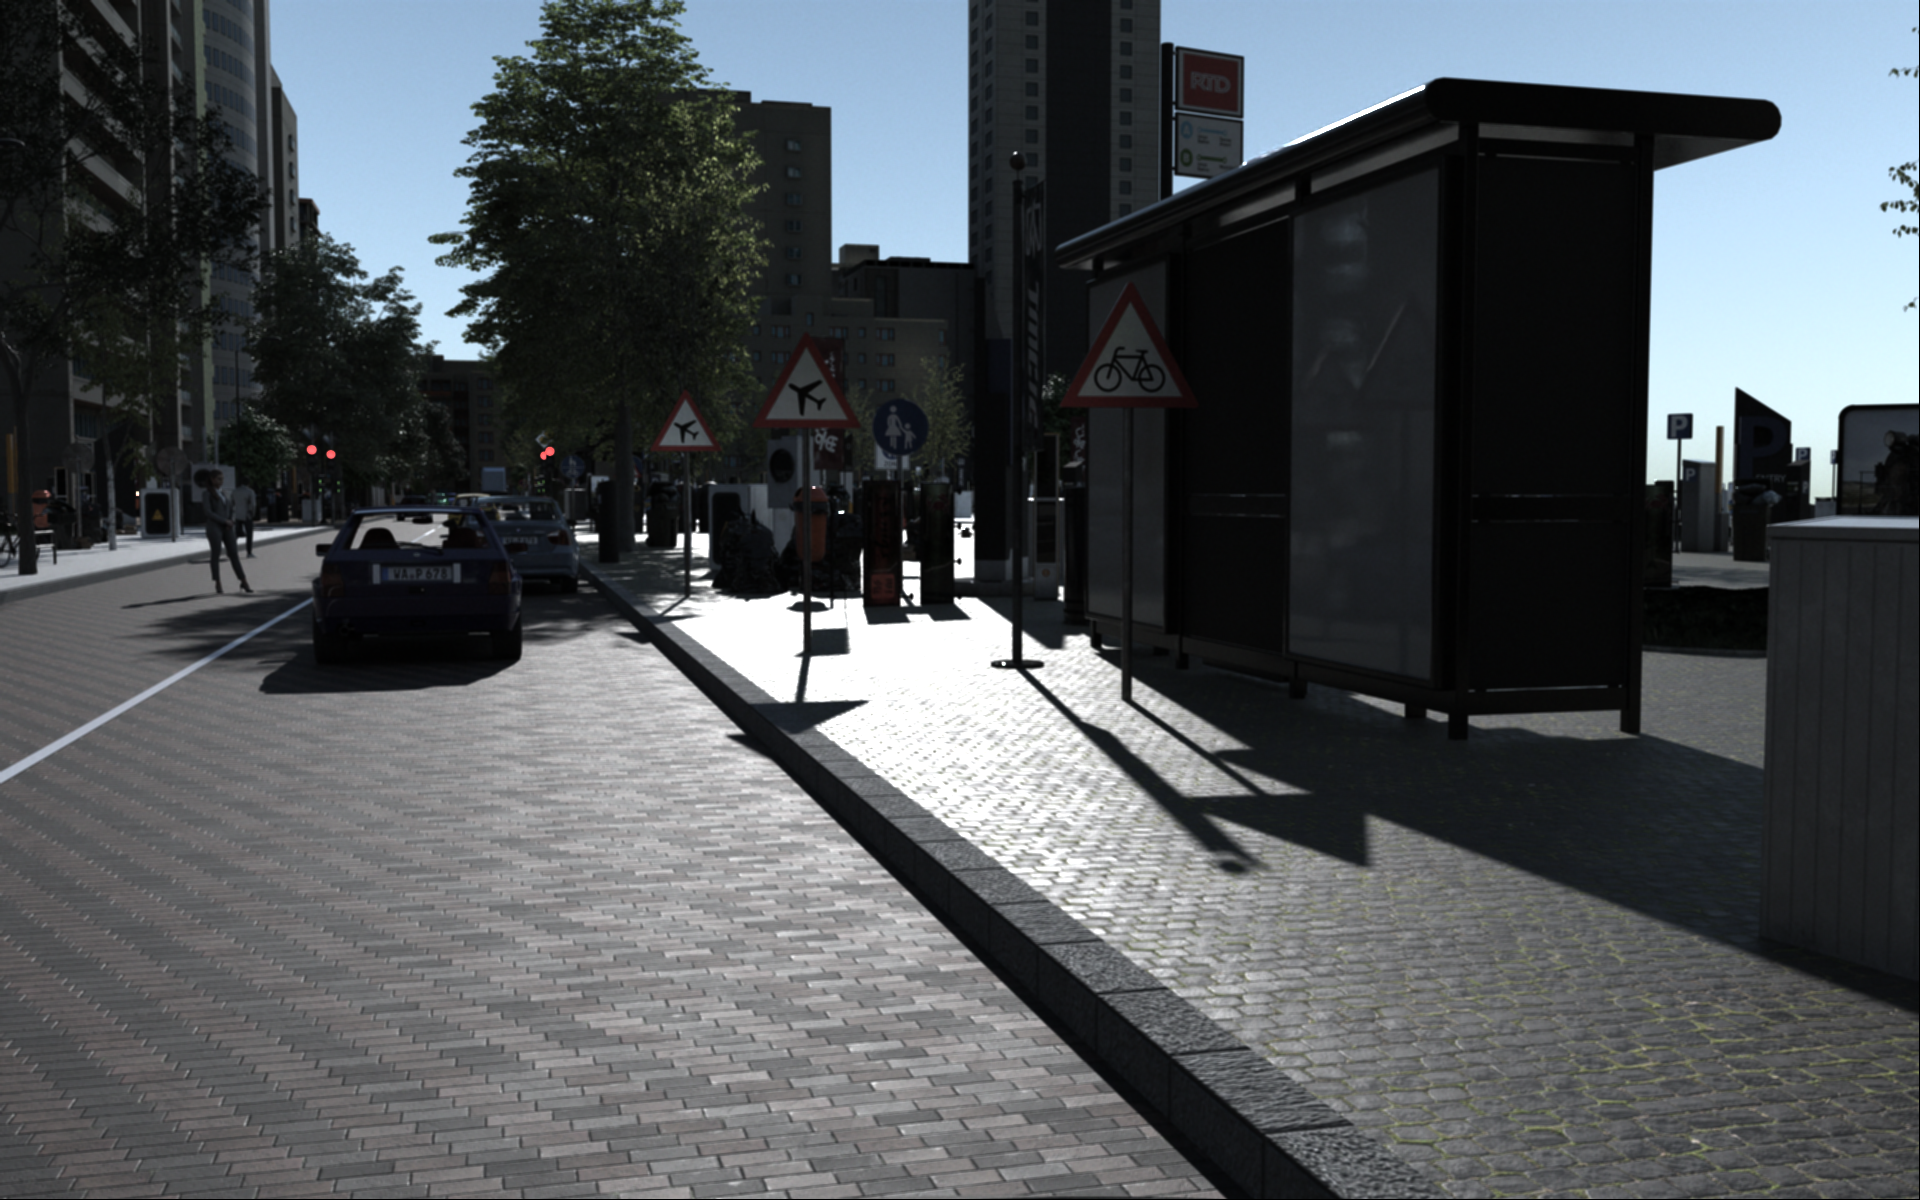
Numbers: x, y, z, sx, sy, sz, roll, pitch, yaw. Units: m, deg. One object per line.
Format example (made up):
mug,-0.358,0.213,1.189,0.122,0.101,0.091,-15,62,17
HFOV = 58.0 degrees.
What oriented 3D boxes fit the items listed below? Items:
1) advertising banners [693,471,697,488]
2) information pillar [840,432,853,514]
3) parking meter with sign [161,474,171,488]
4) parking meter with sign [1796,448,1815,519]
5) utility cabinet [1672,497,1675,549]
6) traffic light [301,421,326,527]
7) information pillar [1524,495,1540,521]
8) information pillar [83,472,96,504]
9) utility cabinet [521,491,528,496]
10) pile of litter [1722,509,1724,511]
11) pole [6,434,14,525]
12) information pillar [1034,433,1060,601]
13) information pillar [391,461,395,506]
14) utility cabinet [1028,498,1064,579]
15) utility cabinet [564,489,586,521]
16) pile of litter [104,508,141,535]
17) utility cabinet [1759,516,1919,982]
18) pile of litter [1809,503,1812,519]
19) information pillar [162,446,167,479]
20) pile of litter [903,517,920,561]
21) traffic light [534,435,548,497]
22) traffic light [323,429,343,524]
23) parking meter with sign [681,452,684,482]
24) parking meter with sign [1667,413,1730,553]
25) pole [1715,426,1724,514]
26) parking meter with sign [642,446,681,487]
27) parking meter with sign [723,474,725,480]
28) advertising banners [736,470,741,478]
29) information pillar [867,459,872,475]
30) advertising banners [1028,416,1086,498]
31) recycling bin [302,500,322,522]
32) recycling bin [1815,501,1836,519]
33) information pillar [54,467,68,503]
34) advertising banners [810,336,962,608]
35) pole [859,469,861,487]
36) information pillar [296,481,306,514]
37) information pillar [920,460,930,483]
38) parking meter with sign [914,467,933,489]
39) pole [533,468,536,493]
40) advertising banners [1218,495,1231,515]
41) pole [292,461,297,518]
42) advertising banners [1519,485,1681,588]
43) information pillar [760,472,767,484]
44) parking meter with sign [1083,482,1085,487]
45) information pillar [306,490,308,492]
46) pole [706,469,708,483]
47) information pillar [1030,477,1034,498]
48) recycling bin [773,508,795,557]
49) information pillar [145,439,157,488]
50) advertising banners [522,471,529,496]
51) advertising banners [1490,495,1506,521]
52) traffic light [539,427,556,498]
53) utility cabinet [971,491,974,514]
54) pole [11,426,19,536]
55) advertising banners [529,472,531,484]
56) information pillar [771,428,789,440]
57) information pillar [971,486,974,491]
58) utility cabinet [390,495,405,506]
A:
advertising banners,-20.795,-8.393,133.407,0.090,3.025,2.074,2,4,24
information pillar,-4.253,-4.506,65.027,0.504,3.616,0.183,-1,4,-18
parking meter with sign,-37.500,-5.242,81.968,0.543,3.016,1.738,-1,4,-20
parking meter with sign,33.395,-4.456,69.121,1.738,3.016,0.543,2,4,28
utility cabinet,16.678,-1.839,41.237,0.306,1.237,1.020,0,4,3
traffic light,-24.931,-4.763,66.794,0.839,4.253,0.868,-1,4,-15
information pillar,13.579,-2.240,41.111,0.304,2.012,0.304,2,4,34
information pillar,-29.481,-3.315,58.699,0.304,2.012,0.304,-1,4,-11
utility cabinet,-36.128,-8.283,144.111,0.318,1.500,1.173,0,4,8
pile of litter,27.639,-3.039,63.650,1.176,0.858,1.719,-2,4,-27
pole,-32.215,-3.973,58.795,0.158,3.312,0.155,0,3,0
information pillar,1.043,-1.003,20.893,0.304,2.012,0.304,0,4,4
information pillar,-39.648,-7.935,121.086,0.183,3.616,0.504,-2,4,-34
utility cabinet,1.255,-0.932,26.405,1.020,1.237,0.306,3,5,43
utility cabinet,-17.948,-4.411,80.792,0.318,1.500,1.173,2,4,27
pile of litter,-26.464,-2.482,54.549,1.719,0.858,1.176,-2,4,-29
utility cabinet,2.636,0.402,4.587,0.306,1.237,1.020,-2,4,-23
pile of litter,39.745,-4.074,80.581,1.176,0.858,1.719,0,4,-6
information pillar,-39.075,-5.737,85.159,0.183,3.616,0.504,-1,4,-12
pile of litter,-1.059,-1.223,33.955,1.176,0.858,1.719,-1,4,-10
traffic light,-18.437,-5.375,76.805,0.839,4.253,0.868,-1,4,-15
traffic light,-26.994,-5.235,74.509,0.839,4.253,0.868,-1,4,-15
parking meter with sign,-10.901,-4.326,66.988,0.543,3.016,1.738,-1,4,-13
parking meter with sign,16.302,-2.562,38.144,1.738,3.016,0.543,-2,4,-35
pole,22.825,-3.563,52.100,0.158,3.312,0.155,0,3,0
parking meter with sign,-10.562,-3.961,61.023,0.543,3.016,1.738,1,4,16
parking meter with sign,-20.901,-9.243,147.377,1.738,3.016,0.543,0,4,-2
advertising banners,-16.734,-8.023,127.365,0.090,3.025,2.074,-3,5,-44
information pillar,-6.065,-7.660,116.590,0.183,3.616,0.504,-3,4,-37
advertising banners,2.013,-2.623,39.078,2.074,3.025,0.090,2,4,28
recycling bin,-29.636,-4.076,79.195,0.722,1.027,0.722,0,4,-7
recycling bin,31.036,-3.024,61.994,0.722,1.027,0.722,2,4,32
information pillar,-24.690,-2.636,47.592,0.304,2.012,0.304,-2,4,-32
advertising banners,-0.867,-1.440,19.728,2.074,3.025,0.090,-2,4,-33
pole,-8.224,-9.068,142.099,0.158,3.312,0.155,0,3,0
information pillar,-36.549,-5.584,95.790,0.304,2.012,0.304,3,5,42
information pillar,-2.303,-7.818,119.186,0.504,3.616,0.183,2,4,31
parking meter with sign,-2.080,-6.928,109.527,1.738,3.016,0.543,3,5,44
pole,-33.130,-8.633,135.000,0.158,3.312,0.155,0,3,0
advertising banners,9.020,-4.136,63.818,2.074,3.025,0.090,0,4,2
pole,-36.299,-6.151,94.414,0.158,3.312,0.155,0,3,0
advertising banners,8.875,-1.702,24.011,2.074,3.025,0.090,2,4,24
information pillar,-6.488,-3.266,57.892,0.304,2.012,0.304,-2,4,-31
parking meter with sign,7.128,-5.735,90.031,1.738,3.016,0.543,2,4,23
information pillar,-44.059,-6.882,117.012,0.304,2.012,0.304,-2,4,-26
pole,-20.809,-9.091,142.485,0.158,3.312,0.155,0,3,0
information pillar,6.312,-9.819,151.894,0.504,3.616,0.183,-2,4,-34
recycling bin,-3.362,-1.215,32.424,0.722,1.027,0.722,-3,4,-38
information pillar,-34.581,-5.062,74.117,0.183,3.616,0.504,2,4,32
advertising banners,-33.454,-8.362,132.906,0.090,3.025,2.074,-1,4,-9
advertising banners,9.620,-2.154,31.403,2.074,3.025,0.090,1,4,10
traffic light,-16.373,-4.903,69.090,0.839,4.253,0.868,-1,4,-15
utility cabinet,0.363,-6.298,111.650,1.173,1.500,0.318,0,4,0
pole,-28.052,-3.537,51.674,0.158,3.312,0.155,0,3,0
advertising banners,-33.385,-8.557,136.094,0.090,3.025,2.074,2,4,24
information pillar,-4.665,-3.270,44.821,0.504,3.616,0.183,-1,4,-12
information pillar,1.139,-9.471,159.348,0.304,2.012,0.304,0,4,6
utility cabinet,-41.686,-7.173,128.432,1.020,1.237,0.306,-1,4,-19
